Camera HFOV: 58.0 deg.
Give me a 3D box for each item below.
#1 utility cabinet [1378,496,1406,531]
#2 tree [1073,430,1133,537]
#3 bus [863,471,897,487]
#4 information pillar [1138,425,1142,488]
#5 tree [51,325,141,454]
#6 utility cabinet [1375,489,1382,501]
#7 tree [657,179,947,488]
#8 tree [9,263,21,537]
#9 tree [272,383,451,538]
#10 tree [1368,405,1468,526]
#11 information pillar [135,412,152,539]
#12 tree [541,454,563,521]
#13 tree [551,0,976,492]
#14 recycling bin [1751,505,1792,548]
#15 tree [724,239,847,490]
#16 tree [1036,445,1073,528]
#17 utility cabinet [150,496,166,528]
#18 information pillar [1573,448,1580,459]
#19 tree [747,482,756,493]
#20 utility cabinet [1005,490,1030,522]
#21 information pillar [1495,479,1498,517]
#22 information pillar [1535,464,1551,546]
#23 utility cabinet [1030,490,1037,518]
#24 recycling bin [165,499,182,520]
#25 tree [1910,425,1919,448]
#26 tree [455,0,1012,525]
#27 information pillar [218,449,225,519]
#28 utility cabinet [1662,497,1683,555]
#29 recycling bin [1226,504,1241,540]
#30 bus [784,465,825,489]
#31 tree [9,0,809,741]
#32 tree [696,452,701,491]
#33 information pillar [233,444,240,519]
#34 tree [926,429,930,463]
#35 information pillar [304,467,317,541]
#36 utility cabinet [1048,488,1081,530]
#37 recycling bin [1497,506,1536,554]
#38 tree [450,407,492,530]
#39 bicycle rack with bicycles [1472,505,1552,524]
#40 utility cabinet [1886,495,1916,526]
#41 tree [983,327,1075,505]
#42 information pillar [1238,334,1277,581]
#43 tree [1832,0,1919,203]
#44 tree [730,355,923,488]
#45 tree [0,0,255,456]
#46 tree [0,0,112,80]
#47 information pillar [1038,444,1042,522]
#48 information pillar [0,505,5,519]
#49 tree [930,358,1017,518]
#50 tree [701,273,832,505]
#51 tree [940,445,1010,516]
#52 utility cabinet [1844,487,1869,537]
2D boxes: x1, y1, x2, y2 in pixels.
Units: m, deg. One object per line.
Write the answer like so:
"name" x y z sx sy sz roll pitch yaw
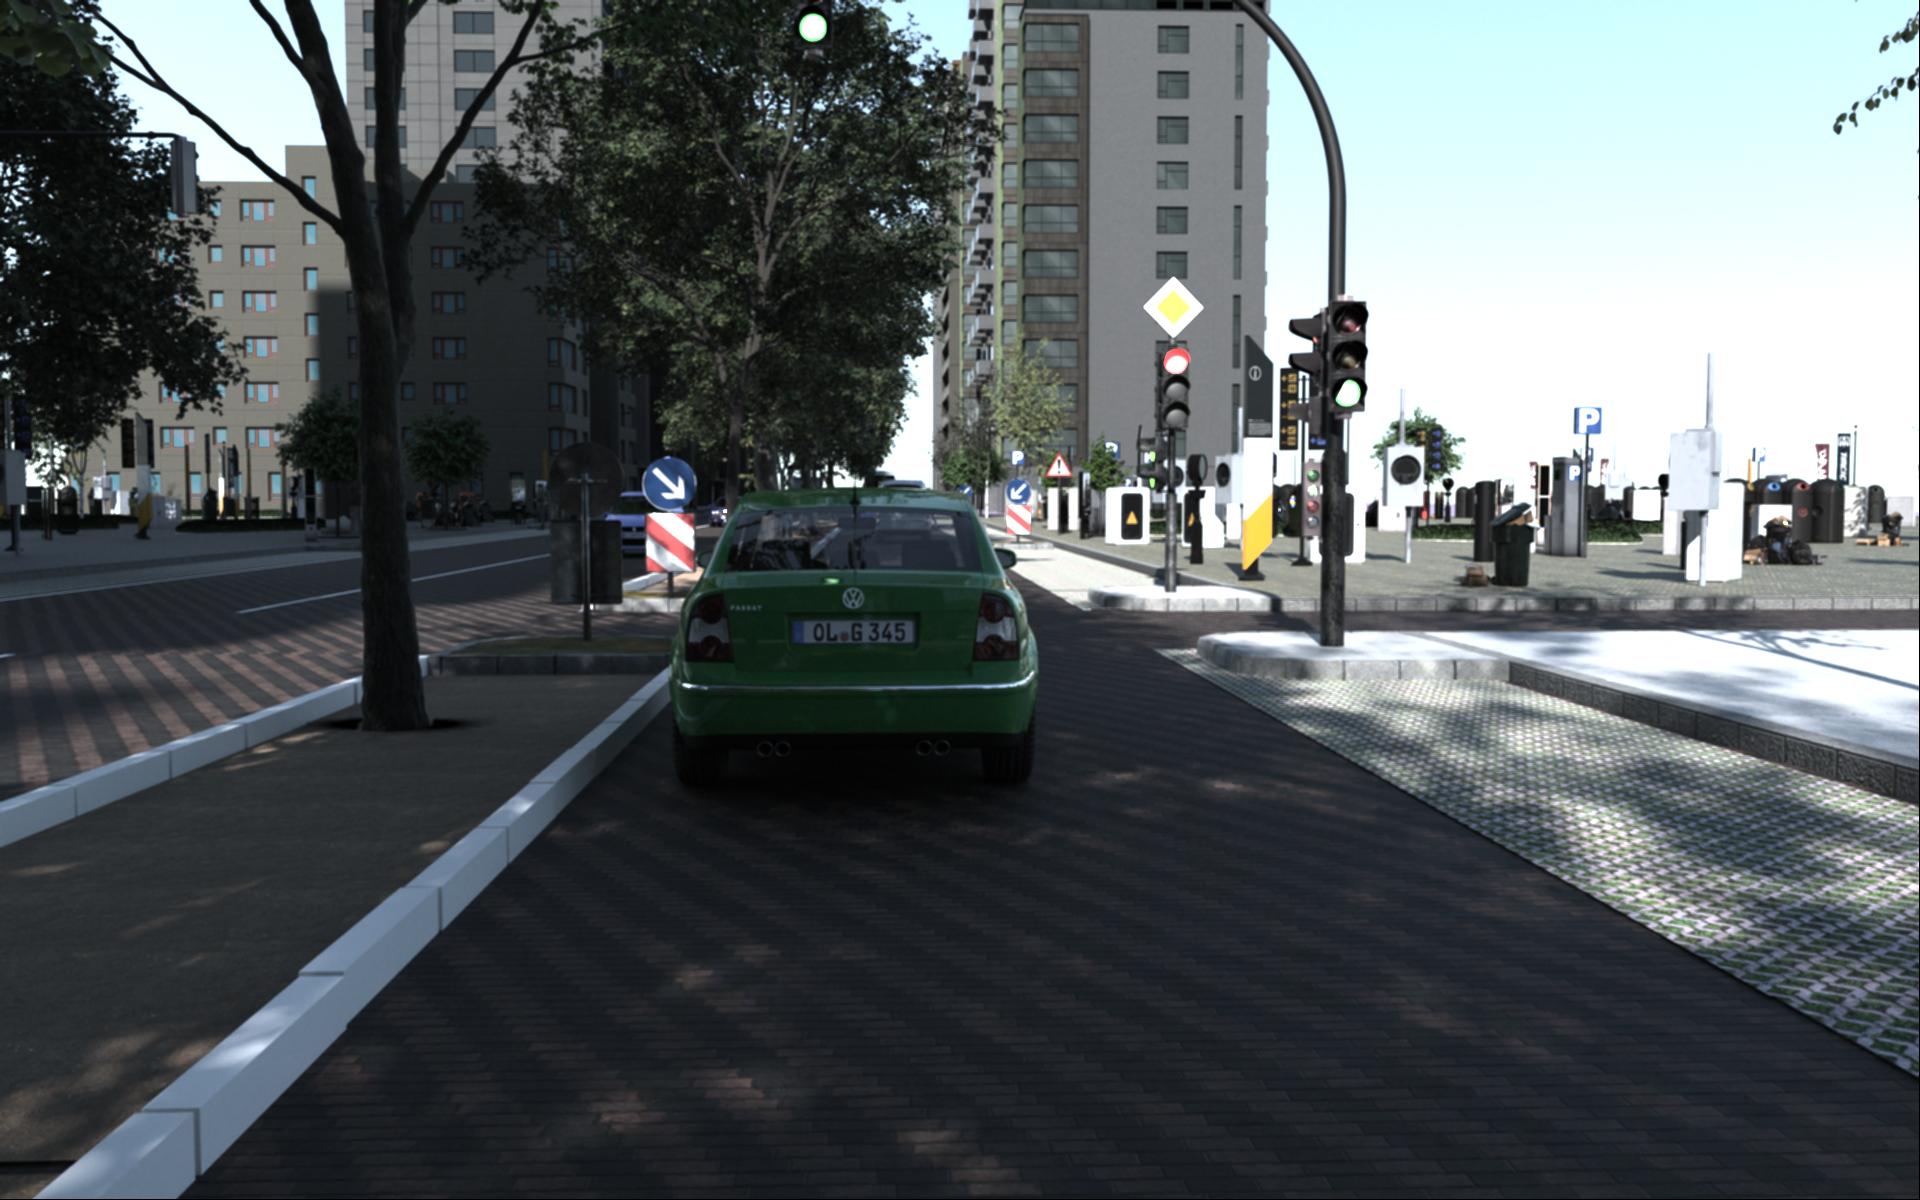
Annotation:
"utility cabinet" 15.153 -3.021 60.555 1.020 1.237 0.306 1 4 23
"tree" 4.386 -3.526 52.257 1.663 3.219 1.824 0 3 0
"bus" -6.528 -8.982 141.720 2.948 3.499 13.247 0 4 -3
"information pillar" 6.045 -4.091 58.247 0.183 3.616 0.504 1 4 11
"tree" -33.480 -7.067 65.903 4.360 8.622 3.978 0 3 0
"utility cabinet" 18.140 -3.939 73.085 1.173 1.500 0.318 3 5 39
"tree" -5.272 -8.544 59.158 9.611 12.733 9.660 0 3 0
"tree" -28.090 -6.200 51.735 4.737 8.622 4.395 0 3 0
"tree" -18.201 -4.098 50.716 4.285 4.588 4.351 0 3 0
"tree" 16.614 -4.857 63.133 4.285 4.588 4.351 0 3 0
"information pillar" -23.269 -3.548 49.364 0.504 3.616 0.183 2 4 26
"tree" -19.458 -5.468 83.997 1.663 3.219 1.824 0 3 0
"tree" -4.033 -7.781 36.325 9.857 13.997 8.962 0 3 0
"recycling bin" 18.982 -1.711 40.533 0.722 1.027 0.722 1 4 10
"tree" -4.490 -5.576 43.979 4.360 8.622 3.978 0 3 0
"tree" 3.557 -4.388 66.353 1.663 3.219 1.824 0 3 0
"utility cabinet" -30.794 -3.357 66.045 0.306 1.237 1.020 2 4 24
"information pillar" 31.349 -5.923 88.195 0.504 3.616 0.183 -2 4 -34
"tree" -26.094 -13.488 215.127 1.663 3.219 1.824 0 3 0
"utility cabinet" 2.534 -4.282 78.695 0.318 1.500 1.173 -3 5 -39
"information pillar" 26.046 -4.849 83.767 0.304 2.012 0.304 0 4 -1
"information pillar" 14.334 -2.332 42.622 0.304 2.012 0.304 0 4 3
"utility cabinet" 3.528 -5.100 92.061 1.173 1.500 0.318 3 4 37
"recycling bin" -39.792 -4.578 87.409 0.722 1.027 0.722 0 4 3
"tree" 26.972 -3.789 45.666 4.285 4.588 4.351 0 3 0
"tree" -3.572 -5.460 26.138 8.767 10.594 7.601 0 4 -3
"information pillar" -38.316 -6.026 89.878 0.183 3.616 0.504 -3 5 -44
"utility cabinet" 15.262 -1.583 37.045 0.306 1.237 1.020 2 4 29
"recycling bin" 7.844 -2.197 48.477 0.722 1.027 0.722 1 4 13
"bus" -11.625 -8.495 130.447 2.896 3.916 12.252 0 4 -4
"tree" -3.567 -5.023 10.333 9.928 11.665 9.643 0 3 0
"tree" -24.754 -13.596 172.656 4.737 8.622 4.395 0 3 0
"information pillar" -34.170 -5.531 81.781 0.183 3.616 0.504 0 4 -5
"tree" -1.613 -14.147 181.668 4.360 8.622 3.978 0 3 0
"information pillar" -17.707 -2.613 47.212 0.304 2.012 0.304 -1 4 -21
"utility cabinet" 3.663 -3.177 60.624 1.173 1.500 0.318 2 4 31
"recycling bin" 11.951 -1.508 37.216 0.722 1.027 0.722 1 4 10
"tree" -18.309 -4.764 61.606 4.285 4.588 4.351 0 3 0
"bicycle rack with bicycles" 17.824 -2.558 55.205 2.925 0.926 2.852 1 4 18
"utility cabinet" 37.592 -3.548 69.173 0.306 1.237 1.020 -2 4 -35
"tree" 2.983 -7.687 76.046 4.737 8.622 4.395 0 3 0
"information pillar" 4.398 -2.096 25.622 0.504 3.616 0.183 -2 4 -27
"tree" 6.475 -3.663 10.250 4.360 8.622 3.978 0 3 0
"tree" -6.939 -10.348 82.010 12.009 13.543 11.850 0 3 0
"tree" -16.936 -6.845 28.932 9.611 12.733 9.660 0 3 0
"tree" -2.716 -4.952 1.545 7.486 12.596 7.792 0 3 0
"information pillar" 3.715 -5.485 81.031 0.183 3.616 0.504 0 4 -4
"information pillar" -38.396 -4.770 69.348 0.183 3.616 0.504 -3 5 -44
"tree" 1.200 -8.725 93.012 4.360 8.622 3.978 0 3 0
"tree" -4.977 -5.954 50.168 4.737 8.622 4.395 0 3 0
"tree" 1.143 -7.150 100.618 4.285 4.588 4.351 0 3 0
"utility cabinet" 26.123 -2.596 51.121 1.173 1.500 0.318 3 5 43
